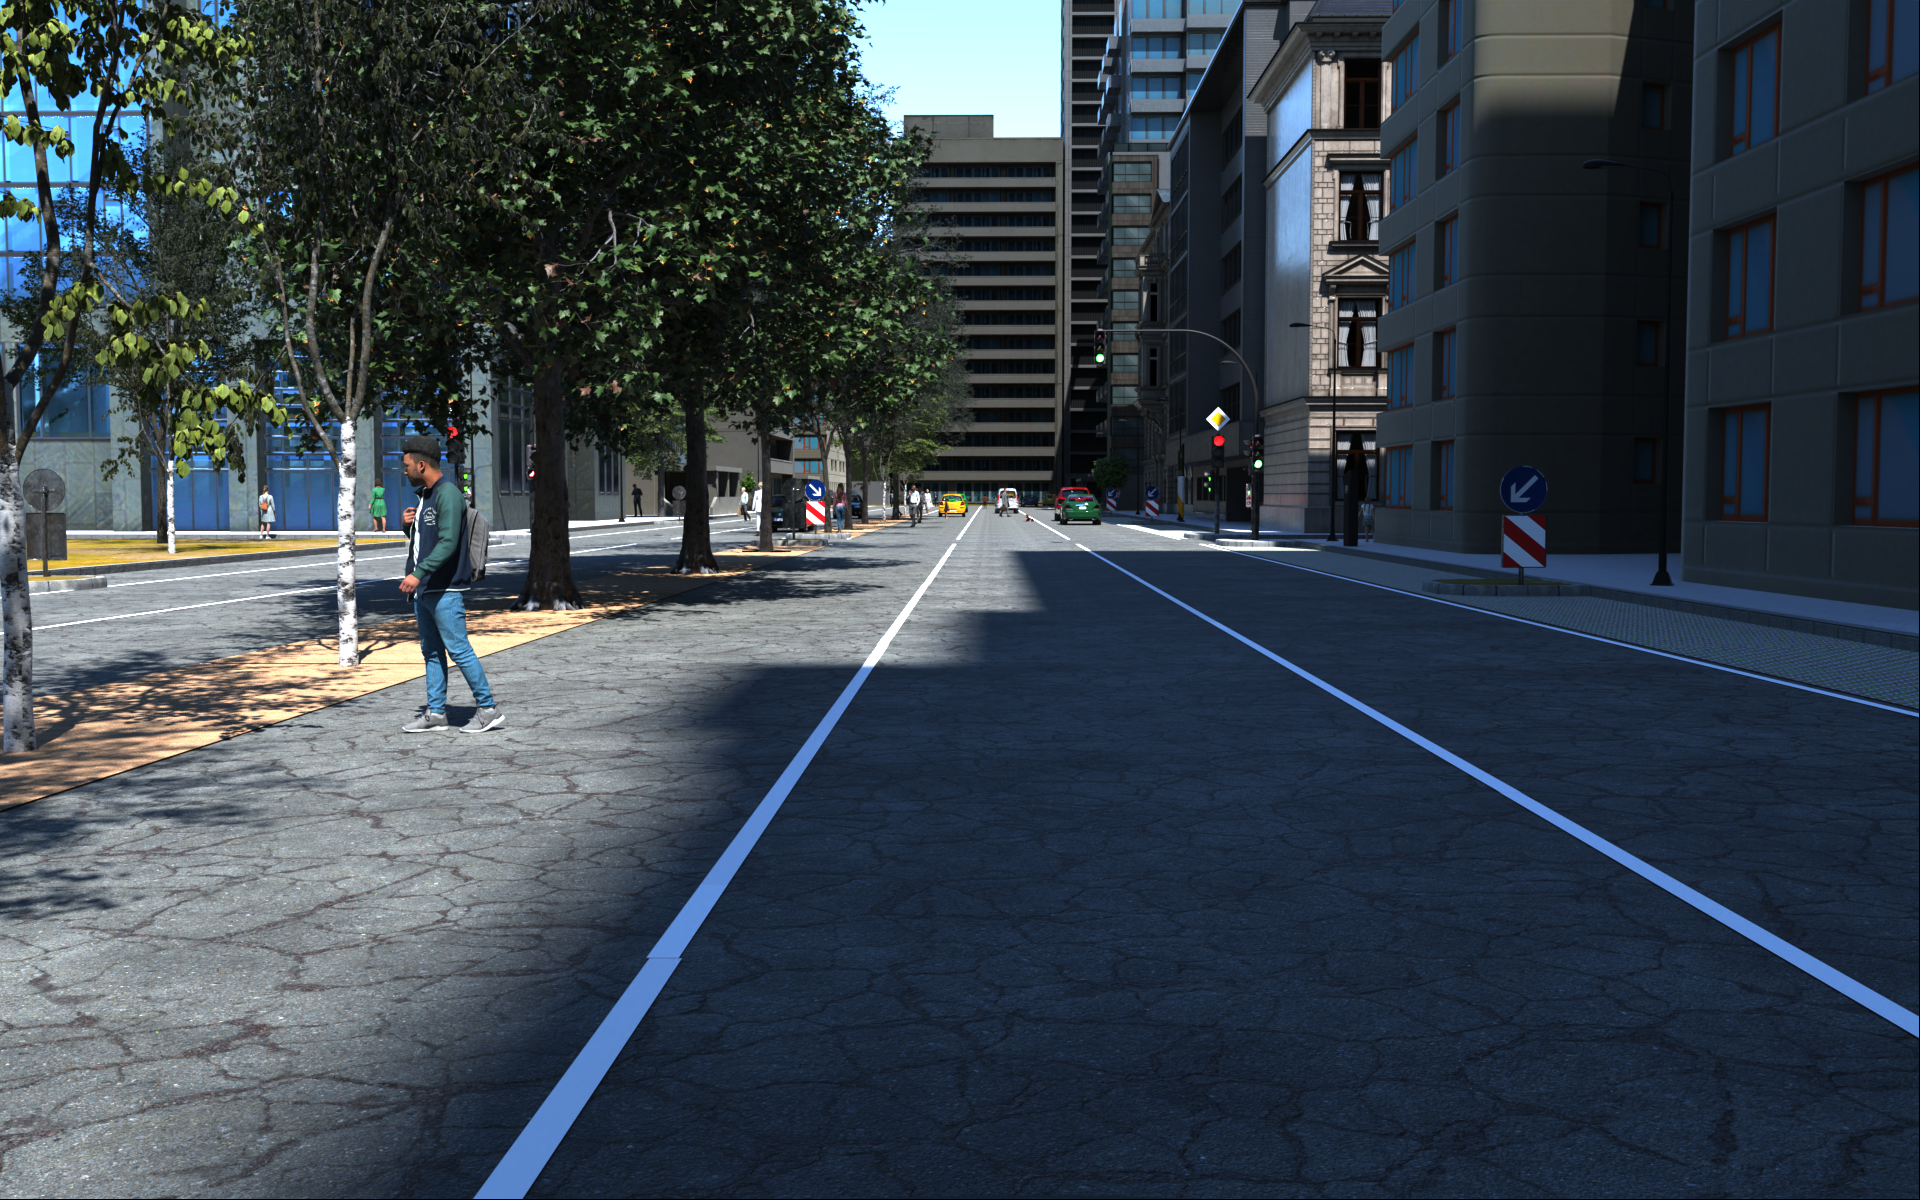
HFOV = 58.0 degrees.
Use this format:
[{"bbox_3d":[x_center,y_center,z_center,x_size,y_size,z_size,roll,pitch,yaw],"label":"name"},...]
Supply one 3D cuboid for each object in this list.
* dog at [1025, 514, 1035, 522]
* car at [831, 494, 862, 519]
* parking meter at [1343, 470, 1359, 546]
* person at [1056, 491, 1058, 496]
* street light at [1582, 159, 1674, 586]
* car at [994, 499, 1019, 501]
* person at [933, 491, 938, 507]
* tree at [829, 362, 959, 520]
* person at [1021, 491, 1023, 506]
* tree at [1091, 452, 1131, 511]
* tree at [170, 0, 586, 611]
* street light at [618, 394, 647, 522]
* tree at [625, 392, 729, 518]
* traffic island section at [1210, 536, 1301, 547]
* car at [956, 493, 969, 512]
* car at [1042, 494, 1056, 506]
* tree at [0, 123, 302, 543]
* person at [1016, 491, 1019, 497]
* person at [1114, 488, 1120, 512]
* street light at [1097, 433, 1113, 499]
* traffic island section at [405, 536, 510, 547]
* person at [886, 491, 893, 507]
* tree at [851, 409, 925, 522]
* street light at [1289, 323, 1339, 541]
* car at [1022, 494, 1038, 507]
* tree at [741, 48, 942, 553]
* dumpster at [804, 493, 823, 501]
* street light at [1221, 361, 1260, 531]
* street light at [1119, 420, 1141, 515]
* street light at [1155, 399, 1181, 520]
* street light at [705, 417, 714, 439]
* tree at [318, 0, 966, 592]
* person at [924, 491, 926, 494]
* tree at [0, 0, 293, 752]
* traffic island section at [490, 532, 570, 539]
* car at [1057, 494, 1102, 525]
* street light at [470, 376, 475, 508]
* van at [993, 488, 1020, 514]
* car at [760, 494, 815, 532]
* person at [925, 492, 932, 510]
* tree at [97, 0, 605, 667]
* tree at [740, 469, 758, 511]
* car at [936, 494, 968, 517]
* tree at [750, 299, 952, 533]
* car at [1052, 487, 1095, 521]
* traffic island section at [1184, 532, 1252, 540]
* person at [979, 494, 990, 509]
[{"bbox_3d":[3.592,-4.288,90.306,0.550,0.427,0.748,-1,4,-12],"label":"dog"},{"bbox_3d":[-6.564,-5.667,102.443,2.009,1.686,4.222,0,3,0],"label":"car"},{"bbox_3d":[9.600,-2.251,42.519,0.255,1.863,0.399,0,4,-8],"label":"parking meter"},{"bbox_3d":[10.578,-10.923,187.112,1.348,1.821,0.705,2,4,28],"label":"person"},{"bbox_3d":[9.339,-3.160,24.206,1.470,5.913,1.316,0,4,1],"label":"street light"},{"bbox_3d":[3.717,-7.847,138.519,2.015,1.641,3.980,0,4,2],"label":"car"},{"bbox_3d":[-2.723,-11.500,196.966,0.683,1.767,0.568,0,4,6],"label":"person"},{"bbox_3d":[-3.636,-10.691,95.386,7.486,12.596,7.792,0,3,0],"label":"tree"},{"bbox_3d":[7.485,-12.205,208.189,0.705,1.807,1.348,1,4,8],"label":"person"},{"bbox_3d":[11.777,-9.212,134.335,4.285,4.588,4.351,0,3,0],"label":"tree"},{"bbox_3d":[-5.086,-6.227,21.281,9.611,12.733,9.660,0,3,0],"label":"tree"},{"bbox_3d":[-14.927,-6.512,79.016,1.470,5.913,1.316,0,4,1],"label":"street light"},{"bbox_3d":[-16.240,-10.757,93.998,7.486,12.596,7.792,0,3,0],"label":"tree"},{"bbox_3d":[8.190,-1.572,47.989,2.009,0.180,2.903,0,4,1],"label":"traffic island section"},{"bbox_3d":[-0.288,-7.787,136.116,1.959,1.807,4.718,0,4,-1],"label":"car"},{"bbox_3d":[10.663,-11.919,205.098,2.015,1.641,3.980,0,4,0],"label":"car"},{"bbox_3d":[-20.860,-6.735,44.529,8.767,10.594,7.601,0,4,4],"label":"tree"},{"bbox_3d":[6.107,-11.065,189.502,0.705,1.812,1.348,-2,4,-34],"label":"person"},{"bbox_3d":[11.234,-7.198,124.312,0.593,1.750,0.643,1,4,12],"label":"person"},{"bbox_3d":[11.016,-9.690,130.971,1.470,5.913,1.316,0,4,1],"label":"street light"},{"bbox_3d":[-14.048,-1.596,48.375,2.009,0.180,2.903,0,4,1],"label":"traffic island section"},{"bbox_3d":[-7.444,-11.172,191.239,1.350,1.814,0.705,0,4,1],"label":"person"},{"bbox_3d":[-3.932,-8.360,89.499,4.360,8.622,3.978,0,3,0],"label":"tree"},{"bbox_3d":[9.622,-4.559,47.084,1.470,5.913,1.316,0,4,1],"label":"street light"},{"bbox_3d":[8.056,-11.455,199.299,2.014,1.417,4.499,0,4,0],"label":"car"},{"bbox_3d":[-4.721,-7.896,41.932,12.009,13.543,11.850,0,3,0],"label":"tree"},{"bbox_3d":[-12.346,-8.328,144.375,1.865,1.857,1.264,0,4,1],"label":"dumpster"},{"bbox_3d":[9.803,-5.384,60.571,1.470,5.913,1.316,0,4,1],"label":"street light"},{"bbox_3d":[10.577,-8.291,108.095,1.470,5.913,1.316,0,4,1],"label":"street light"},{"bbox_3d":[10.218,-6.853,84.593,1.470,5.913,1.316,0,4,1],"label":"street light"},{"bbox_3d":[-14.527,-7.957,102.632,1.470,5.913,1.316,0,4,1],"label":"street light"},{"bbox_3d":[-4.748,-6.820,30.970,9.611,12.733,9.660,0,3,0],"label":"tree"},{"bbox_3d":[-4.004,-12.069,206.541,0.721,1.743,1.217,0,4,-2],"label":"person"},{"bbox_3d":[-5.184,-3.443,9.120,4.737,8.622,4.395,0,3,0],"label":"tree"},{"bbox_3d":[-13.911,-2.084,56.359,2.009,0.180,2.903,0,4,1],"label":"traffic island section"},{"bbox_3d":[5.675,-4.274,81.680,2.131,1.459,4.920,0,4,1],"label":"car"},{"bbox_3d":[-15.282,-5.113,56.139,1.470,5.913,1.316,0,4,1],"label":"street light"},{"bbox_3d":[3.469,-7.443,128.705,2.013,2.044,4.112,0,4,-1],"label":"van"},{"bbox_3d":[-6.607,-3.458,66.322,2.009,1.686,4.222,0,4,2],"label":"car"},{"bbox_3d":[-2.979,-9.183,159.425,0.721,1.735,1.217,-3,4,-36],"label":"person"},{"bbox_3d":[-5.077,-3.762,14.332,4.360,8.622,3.978,0,3,0],"label":"tree"},{"bbox_3d":[-15.909,-8.298,130.265,1.663,3.219,1.824,0,3,0],"label":"tree"},{"bbox_3d":[-0.500,-6.059,109.295,2.015,1.641,3.980,0,3,0],"label":"car"},{"bbox_3d":[-4.426,-7.447,58.634,8.767,10.594,7.601,0,4,1],"label":"tree"},{"bbox_3d":[6.118,-5.163,93.085,2.281,1.827,5.304,0,4,2],"label":"car"},{"bbox_3d":[8.327,-2.061,55.973,2.009,0.180,2.903,0,4,1],"label":"traffic island section"},{"bbox_3d":[2.404,-9.473,166.646,1.065,1.426,0.557,-1,4,-11],"label":"person"}]
